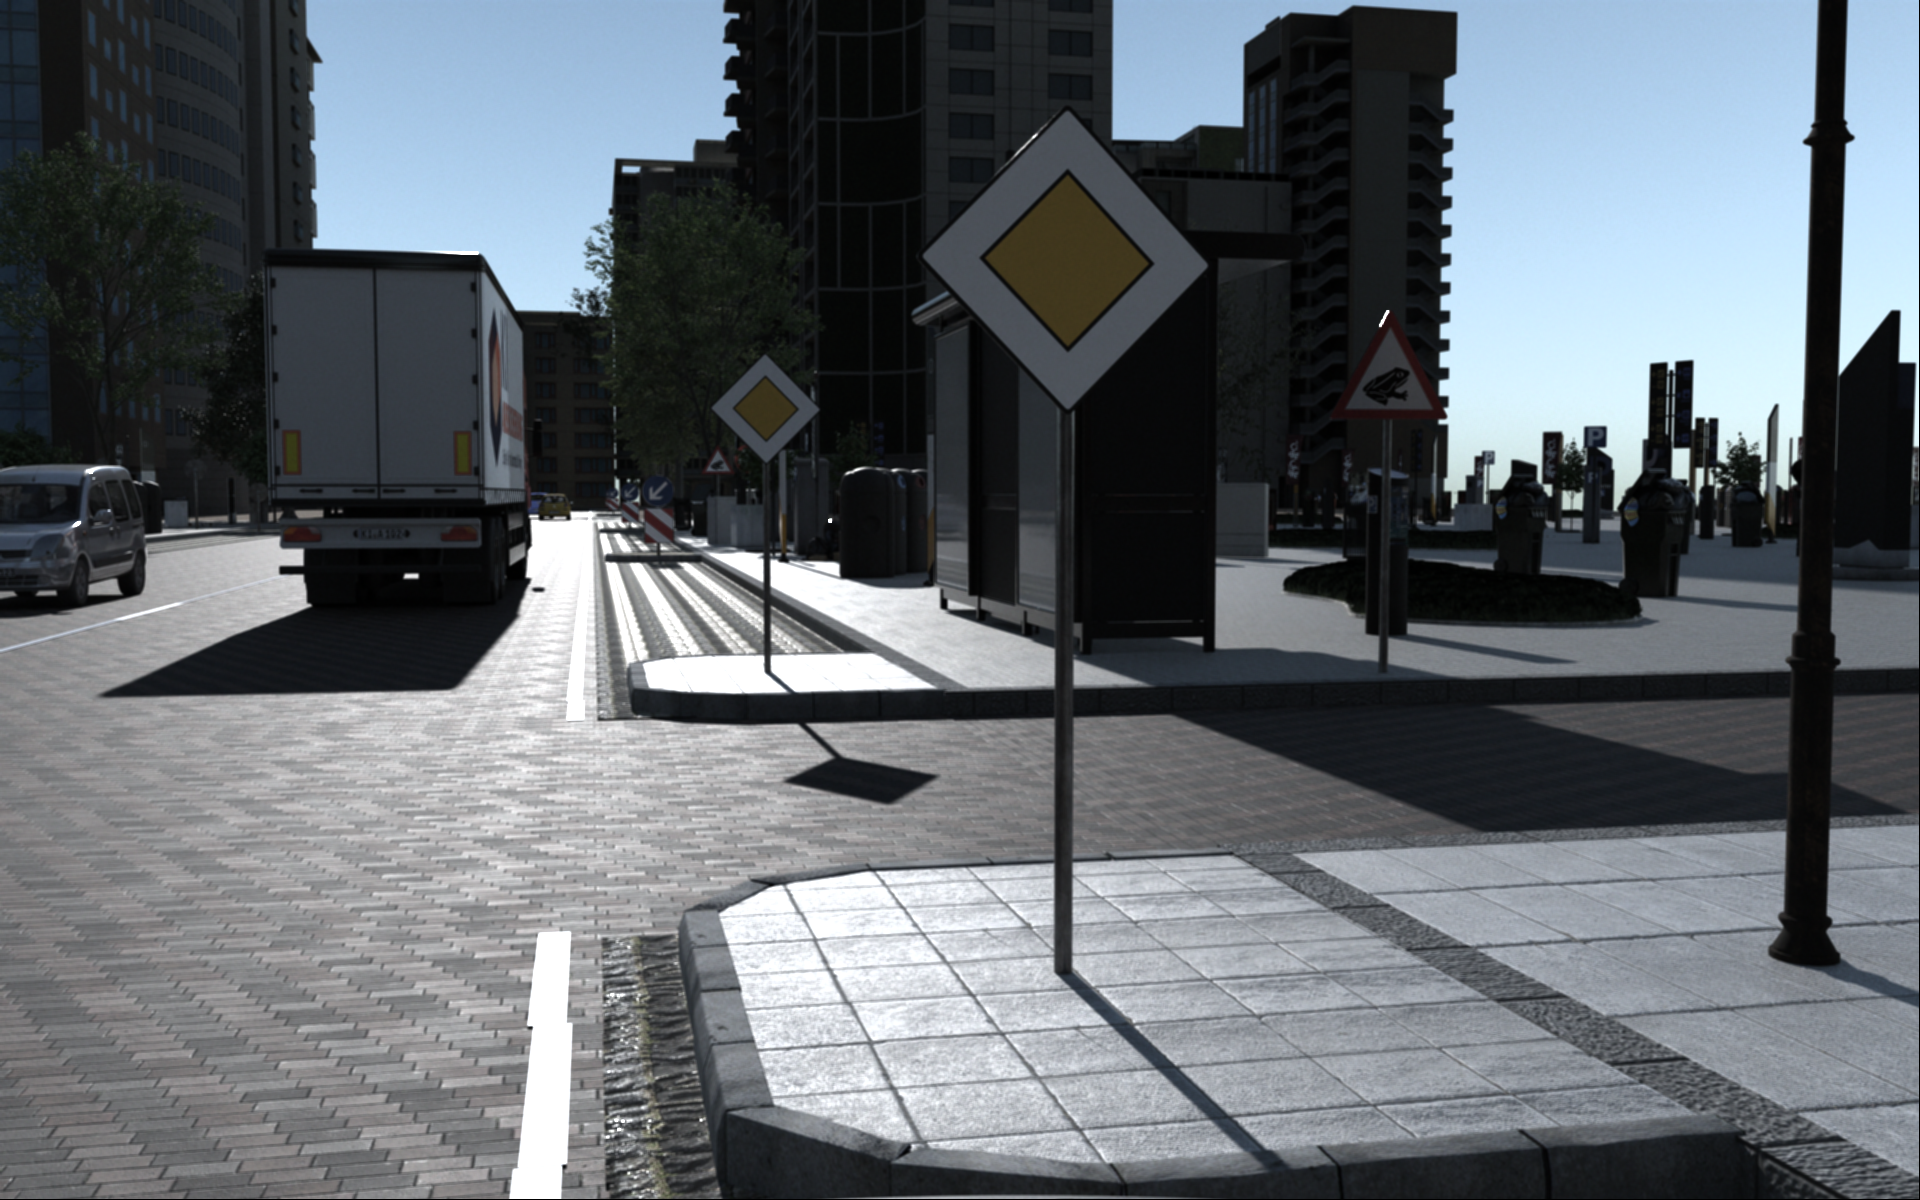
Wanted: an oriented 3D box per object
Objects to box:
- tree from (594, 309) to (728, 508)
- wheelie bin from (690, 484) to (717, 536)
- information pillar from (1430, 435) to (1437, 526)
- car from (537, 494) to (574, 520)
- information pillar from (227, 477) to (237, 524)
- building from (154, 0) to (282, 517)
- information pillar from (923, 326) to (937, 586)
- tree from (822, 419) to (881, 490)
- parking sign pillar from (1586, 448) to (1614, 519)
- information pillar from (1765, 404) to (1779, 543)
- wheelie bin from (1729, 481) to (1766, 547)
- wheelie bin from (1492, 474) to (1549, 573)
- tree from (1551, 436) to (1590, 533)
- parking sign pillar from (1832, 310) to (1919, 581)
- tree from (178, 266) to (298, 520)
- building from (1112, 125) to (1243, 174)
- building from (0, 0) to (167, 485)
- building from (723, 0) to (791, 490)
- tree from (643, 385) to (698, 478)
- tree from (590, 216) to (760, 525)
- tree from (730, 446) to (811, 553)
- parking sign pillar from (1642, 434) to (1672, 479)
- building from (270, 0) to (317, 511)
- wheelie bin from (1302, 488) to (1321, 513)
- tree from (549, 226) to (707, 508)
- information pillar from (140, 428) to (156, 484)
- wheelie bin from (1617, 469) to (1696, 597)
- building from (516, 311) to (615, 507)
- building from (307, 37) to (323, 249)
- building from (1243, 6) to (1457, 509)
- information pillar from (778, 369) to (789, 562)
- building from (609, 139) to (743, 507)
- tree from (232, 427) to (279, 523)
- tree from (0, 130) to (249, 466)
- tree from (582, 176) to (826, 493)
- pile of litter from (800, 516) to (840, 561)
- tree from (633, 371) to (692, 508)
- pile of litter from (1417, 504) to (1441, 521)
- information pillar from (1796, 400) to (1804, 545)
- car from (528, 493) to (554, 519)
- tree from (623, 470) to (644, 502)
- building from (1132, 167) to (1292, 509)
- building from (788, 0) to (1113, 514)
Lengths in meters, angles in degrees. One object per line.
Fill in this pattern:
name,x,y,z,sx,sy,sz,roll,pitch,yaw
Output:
tree,-13.630,-9.001,81.573,7.601,10.594,8.767,-1,4,-13
wheelie bin,-7.826,-2.760,53.033,0.980,1.594,0.693,3,4,36
information pillar,18.902,-4.754,69.082,0.183,3.616,0.504,2,4,29
car,-22.568,-5.276,96.494,2.015,1.641,3.980,-1,4,-12
information pillar,-31.335,-4.284,74.533,0.304,2.012,0.304,-1,4,-16
building,-56.115,-34.550,106.892,21.231,58.520,28.212,-1,4,-12
information pillar,-0.333,-2.000,24.061,0.183,3.616,0.504,-1,4,-23
tree,-2.897,-3.084,45.022,1.663,3.219,1.824,0,3,0
parking sign pillar,32.813,-6.136,88.792,1.447,3.967,1.447,0,4,-2
information pillar,21.070,-3.278,44.952,0.504,3.616,0.183,-3,5,-44
wheelie bin,19.097,-2.088,42.040,0.693,1.594,0.980,0,4,4
wheelie bin,9.099,-1.231,28.041,0.980,1.594,0.693,-3,5,-41
tree,20.656,-3.882,58.075,1.663,3.219,1.824,0,3,0
parking sign pillar,13.796,-2.304,26.139,1.447,3.967,1.447,0,4,-4
tree,-33.537,-10.329,85.880,9.611,12.733,9.660,0,3,0
building,22.747,-31.263,194.737,14.086,41.232,14.154,-1,4,-12
building,-49.346,-26.699,86.640,14.600,45.320,14.200,-1,4,-12
building,-7.698,-29.796,141.789,22.147,44.769,28.867,-1,4,-12
tree,-18.426,-9.716,109.218,4.360,8.622,3.978,0,3,0
tree,-11.287,-9.332,70.703,7.486,12.596,7.792,0,3,0
tree,-4.369,-2.679,38.408,1.663,3.219,1.824,0,3,0
parking sign pillar,24.443,-4.421,60.756,1.447,3.967,1.447,0,4,-6
building,-63.193,-31.242,134.515,21.600,48.544,21.300,-1,4,-12
wheelie bin,18.980,-5.239,93.567,0.980,1.594,0.693,0,4,7
tree,-23.460,-16.477,125.288,12.611,20.169,13.585,0,3,0
information pillar,-28.970,-4.308,61.790,0.183,3.616,0.504,3,4,38
wheelie bin,8.723,-0.848,21.769,0.693,1.594,0.980,3,5,43
building,-52.148,-20.883,186.471,28.899,21.520,27.650,-1,4,-12
building,-80.030,-36.120,179.800,27.495,52.752,28.713,-1,4,-12
building,34.976,-31.074,158.169,14.200,45.320,14.600,-1,4,-12
information pillar,-3.351,-2.529,32.698,0.183,3.616,0.504,-1,4,-12
building,-26.595,-30.642,192.872,23.993,40.220,32.217,-1,4,-12
tree,-30.571,-5.724,77.299,4.285,4.588,4.351,0,3,0
tree,-25.281,-7.662,51.036,9.928,11.665,9.643,0,3,0
tree,-8.382,-8.099,58.179,9.928,11.665,9.643,0,3,0
pile of litter,-2.297,-1.204,33.643,1.719,0.858,1.176,-1,4,-15
tree,-16.695,-8.954,96.763,4.737,8.622,4.395,0,3,0
pile of litter,22.384,-4.212,82.829,1.719,0.858,1.176,0,4,7
information pillar,21.053,-3.154,42.915,0.183,3.616,0.504,-1,4,-21
car,-24.963,-5.694,102.686,1.945,1.707,3.694,-1,4,-12
tree,-25.953,-8.727,137.286,1.663,3.219,1.824,0,3,0
building,20.819,-23.575,157.153,14.107,30.474,14.160,-1,4,-12
building,-2.478,-41.504,116.846,20.563,71.187,20.611,-1,4,-12
